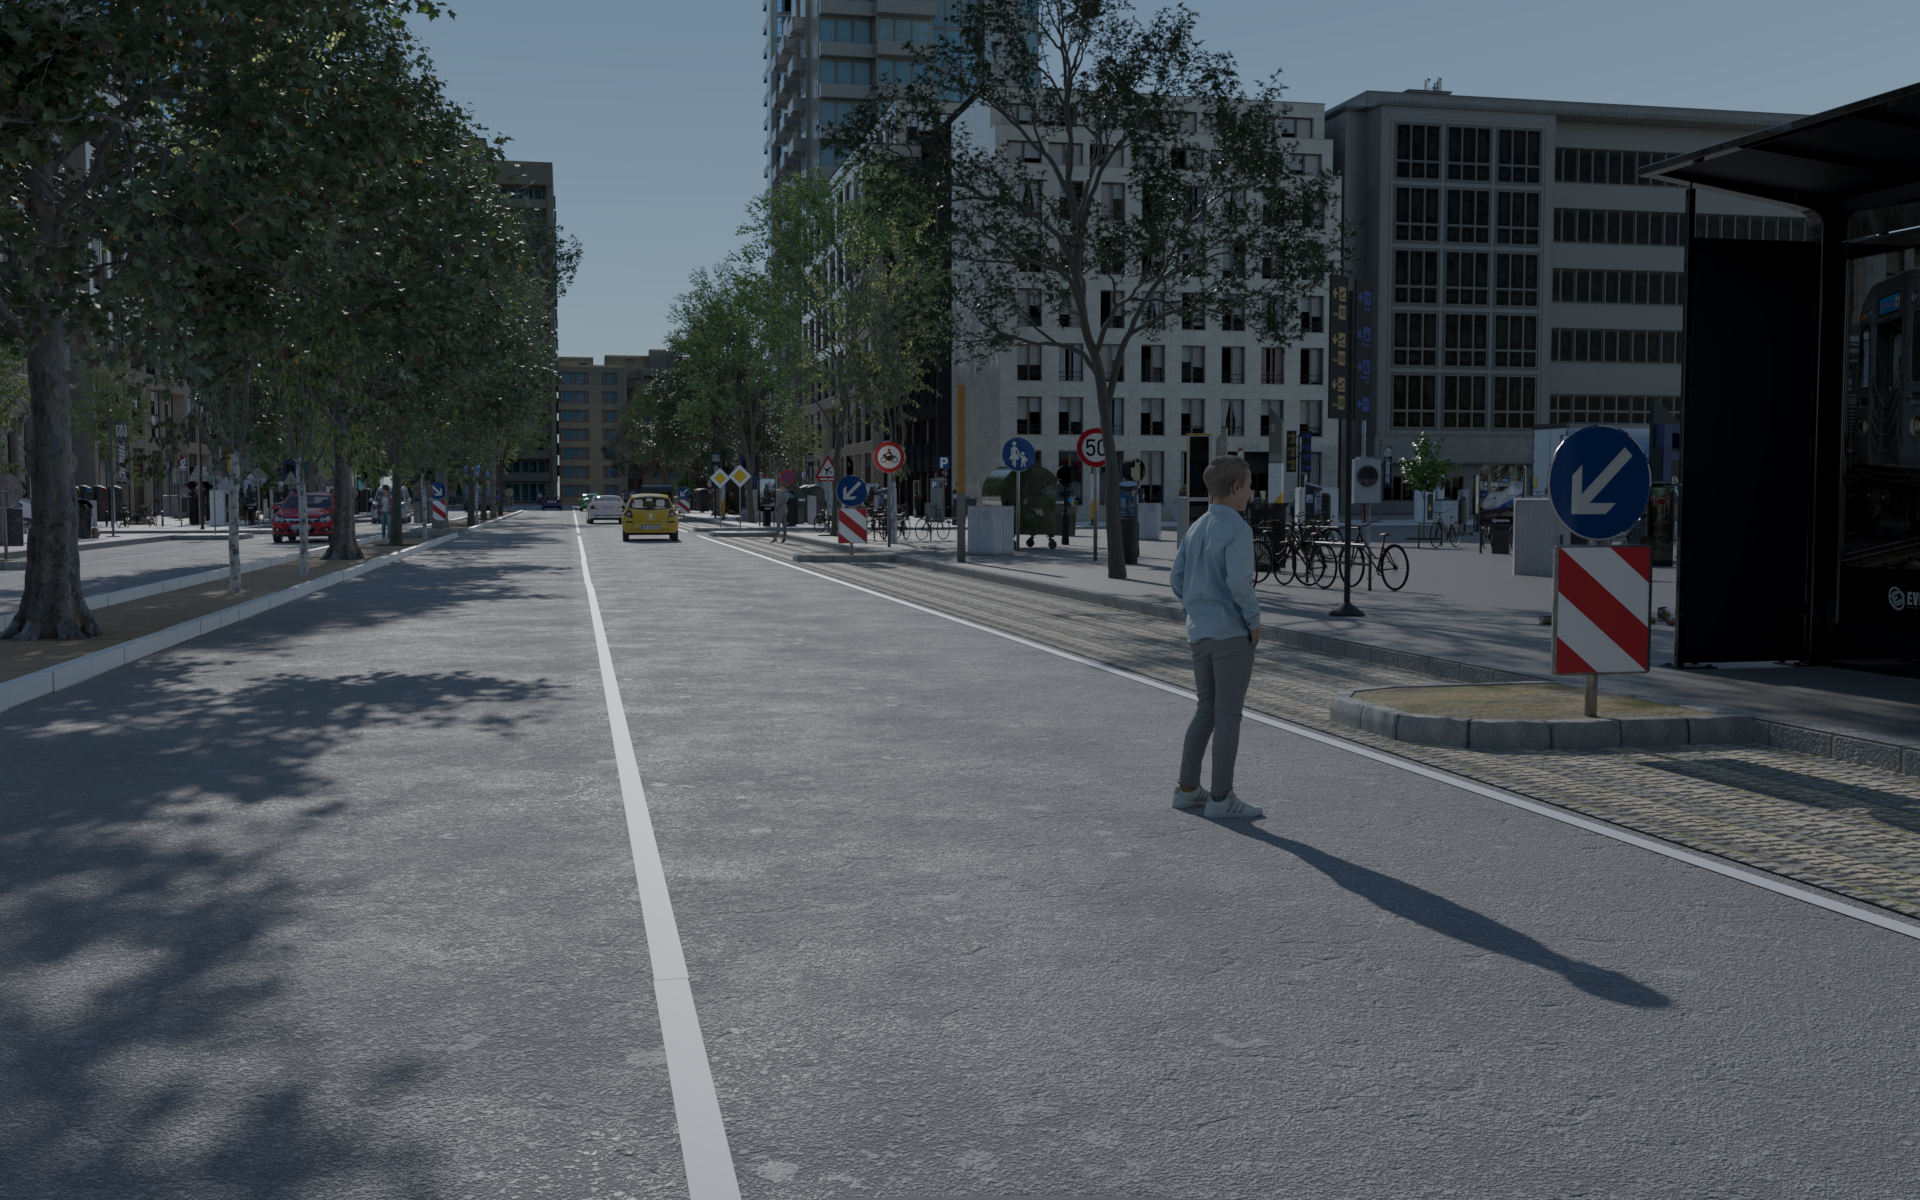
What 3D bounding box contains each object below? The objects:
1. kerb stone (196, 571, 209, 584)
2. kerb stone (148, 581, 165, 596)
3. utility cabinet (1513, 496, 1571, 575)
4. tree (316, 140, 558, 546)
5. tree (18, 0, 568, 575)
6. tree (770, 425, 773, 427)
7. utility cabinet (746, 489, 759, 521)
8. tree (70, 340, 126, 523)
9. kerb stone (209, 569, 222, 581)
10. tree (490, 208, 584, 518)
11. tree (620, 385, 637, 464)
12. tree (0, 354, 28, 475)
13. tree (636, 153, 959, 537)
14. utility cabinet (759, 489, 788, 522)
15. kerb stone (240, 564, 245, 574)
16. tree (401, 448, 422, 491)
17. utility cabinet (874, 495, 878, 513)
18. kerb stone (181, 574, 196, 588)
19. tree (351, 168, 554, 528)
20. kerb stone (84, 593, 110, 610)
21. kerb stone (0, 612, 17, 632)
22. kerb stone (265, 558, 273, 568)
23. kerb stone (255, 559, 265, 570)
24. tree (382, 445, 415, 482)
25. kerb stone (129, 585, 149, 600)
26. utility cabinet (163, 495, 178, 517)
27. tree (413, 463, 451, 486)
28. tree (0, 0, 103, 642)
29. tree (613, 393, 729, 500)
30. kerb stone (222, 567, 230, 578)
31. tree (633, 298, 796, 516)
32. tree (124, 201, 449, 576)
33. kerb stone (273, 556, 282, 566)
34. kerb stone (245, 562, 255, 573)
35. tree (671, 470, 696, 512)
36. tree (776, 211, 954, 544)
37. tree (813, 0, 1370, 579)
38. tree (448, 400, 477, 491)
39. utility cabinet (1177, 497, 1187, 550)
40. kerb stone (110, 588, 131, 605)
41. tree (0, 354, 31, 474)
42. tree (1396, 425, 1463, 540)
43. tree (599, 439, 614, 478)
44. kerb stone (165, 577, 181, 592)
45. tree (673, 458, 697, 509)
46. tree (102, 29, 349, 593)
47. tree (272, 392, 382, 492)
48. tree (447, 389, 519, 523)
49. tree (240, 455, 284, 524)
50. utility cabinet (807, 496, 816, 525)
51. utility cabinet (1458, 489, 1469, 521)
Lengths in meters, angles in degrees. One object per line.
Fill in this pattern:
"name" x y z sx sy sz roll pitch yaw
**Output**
"kerb stone" -12.149 -0.326 27.549 0.120 0.150 1.000 -1 4 -13
"kerb stone" -11.475 -0.138 24.535 0.120 0.150 1.000 -1 4 -13
"utility cabinet" 9.317 -0.997 27.456 1.020 1.237 0.306 1 4 12
"tree" -15.414 -7.284 47.303 9.928 11.665 9.643 0 3 0
"tree" -13.494 -7.226 37.604 9.611 12.733 9.660 0 3 0
"tree" -10.890 -10.176 116.742 4.360 8.622 3.978 0 3 0
"utility cabinet" -9.625 -4.511 82.437 1.173 1.500 0.318 2 4 32
"tree" -36.971 -7.643 75.326 4.737 8.622 4.395 0 3 0
"kerb stone" -12.370 -0.388 28.547 0.120 0.150 1.000 -1 4 -13
"tree" -29.590 -15.066 104.673 12.611 20.169 13.585 0 3 0
"tree" -9.435 -9.277 77.434 9.928 11.665 9.643 0 3 0
"tree" -23.781 -5.523 40.670 4.737 8.622 4.395 0 3 0
"tree" -3.598 -7.739 52.287 9.928 11.665 9.643 0 3 0
"utility cabinet" -8.518 -4.333 79.525 1.173 1.500 0.318 -1 4 -18
"kerb stone" -12.812 -0.511 30.542 0.120 0.150 1.000 -1 4 -13
"tree" -45.299 -11.561 139.384 4.360 8.622 3.978 0 3 0
"utility cabinet" -3.866 -4.713 88.217 1.020 1.237 0.306 0 4 -4
"kerb stone" -11.915 -0.265 26.536 0.120 0.150 1.000 -1 4 -13
"tree" -20.333 -9.679 67.358 9.857 13.997 8.962 0 3 0
"kerb stone" -10.796 0.040 21.537 0.120 0.150 1.000 -1 4 -13
"kerb stone" -10.123 0.226 18.538 0.120 0.150 1.000 -1 4 -13
"kerb stone" -13.505 -0.694 33.543 0.120 0.150 1.000 -1 4 -13
"kerb stone" -13.267 -0.633 32.548 0.120 0.150 1.000 -1 4 -13
"tree" -42.642 -12.648 124.927 7.486 12.596 7.792 0 3 0
"kerb stone" -11.248 -0.080 23.535 0.120 0.150 1.000 -1 4 -13
"utility cabinet" -44.956 -5.360 98.792 1.020 1.237 0.306 1 4 15
"tree" -56.287 -12.361 185.820 4.285 4.588 4.351 0 3 0
"tree" -9.060 -5.967 17.029 9.611 12.733 9.660 0 3 0
"tree" -20.501 -11.892 128.840 7.601 10.594 8.767 0 4 7
"kerb stone" -12.595 -0.447 29.544 0.120 0.150 1.000 -1 4 -13
"tree" -14.277 -11.261 101.124 9.611 12.733 9.660 0 3 0
"tree" -11.317 -4.700 29.659 4.737 8.622 4.395 0 3 0
"kerb stone" -13.718 -0.750 34.543 0.120 0.150 1.000 -1 4 -13
"kerb stone" -13.048 -0.572 31.550 0.120 0.150 1.000 -1 4 -13
"tree" -19.325 -7.803 122.186 1.663 3.219 1.824 0 3 0
"tree" -1.902 -5.742 44.250 4.360 8.622 3.978 0 3 0
"tree" 2.295 -5.626 26.406 8.767 10.594 7.601 -1 4 -21
"tree" -16.942 -6.228 54.655 4.737 8.622 4.395 0 3 0
"utility cabinet" 5.455 -1.783 40.314 0.306 1.237 1.020 3 5 42
"kerb stone" -11.014 -0.015 22.536 0.120 0.150 1.000 -1 4 -13
"tree" -34.895 -6.842 62.223 4.360 8.622 3.978 0 3 0
"tree" 13.035 -3.319 48.872 1.663 3.219 1.824 0 3 0
"tree" -40.146 -17.143 214.699 8.767 10.594 7.601 -2 4 -30
"kerb stone" -11.694 -0.204 25.538 0.120 0.150 1.000 -1 4 -13
"tree" -24.246 -12.146 148.941 4.737 8.622 4.395 0 3 0
"tree" -10.570 -4.419 25.071 4.360 8.622 3.978 0 3 0
"tree" -34.950 -10.623 91.819 7.486 12.596 7.792 0 3 0
"tree" -24.102 -8.153 86.129 4.360 8.622 3.978 0 3 0
"tree" -30.197 -4.935 75.292 1.663 3.219 1.824 0 3 0
"utility cabinet" -6.207 -3.764 72.703 0.306 1.237 1.020 -1 4 -10
"utility cabinet" 24.048 -4.533 82.798 0.318 1.500 1.173 0 4 4
